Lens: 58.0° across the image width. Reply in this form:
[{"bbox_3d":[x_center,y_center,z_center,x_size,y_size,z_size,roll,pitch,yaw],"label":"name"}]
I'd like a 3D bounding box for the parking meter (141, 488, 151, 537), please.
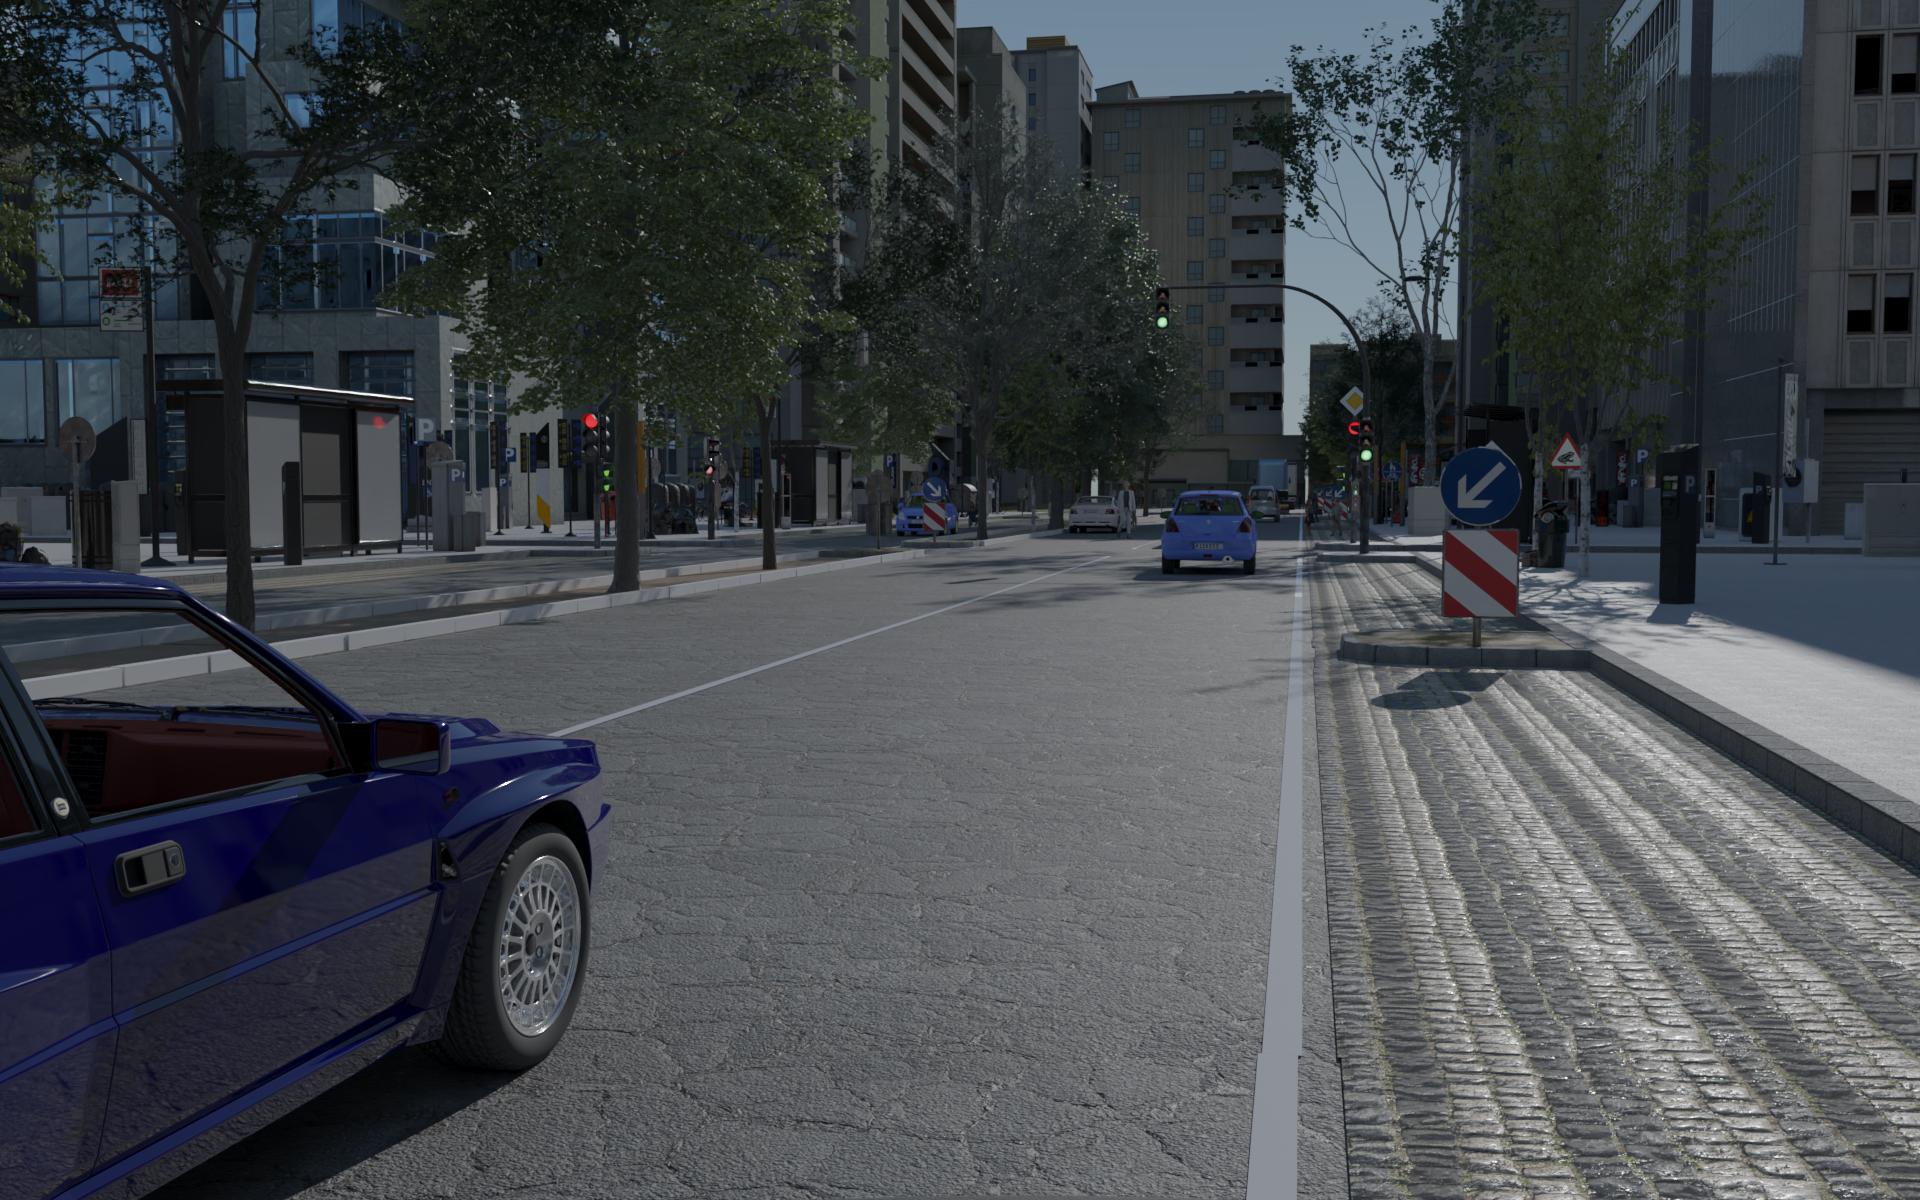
[{"bbox_3d":[-24.482,-2.662,51.931,0.372,1.533,0.369,0,3,0],"label":"parking meter"}]

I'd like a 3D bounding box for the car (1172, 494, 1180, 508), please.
[{"bbox_3d":[23.499,-10.685,183.491,1.959,1.807,4.718,1,4,10],"label":"car"}]

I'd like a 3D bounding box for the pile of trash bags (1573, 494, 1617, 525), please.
[{"bbox_3d":[27.207,-3.887,73.306,1.912,1.369,3.447,-1,4,-20],"label":"pile of trash bags"}]

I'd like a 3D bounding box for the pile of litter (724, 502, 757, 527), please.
[{"bbox_3d":[-8.670,-3.295,67.839,1.176,0.858,1.719,-1,4,-9],"label":"pile of litter"}]

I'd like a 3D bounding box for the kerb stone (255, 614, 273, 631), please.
[{"bbox_3d":[-7.422,0.271,17.758,0.120,0.150,1.000,1,4,11],"label":"kerb stone"}]

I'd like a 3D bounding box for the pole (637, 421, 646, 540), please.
[{"bbox_3d":[-8.882,-3.331,48.313,0.158,3.312,0.155,0,3,0],"label":"pole"}]

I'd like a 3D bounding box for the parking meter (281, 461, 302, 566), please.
[{"bbox_3d":[-12.050,-1.561,31.233,0.255,1.863,0.399,-2,4,-33],"label":"parking meter"}]

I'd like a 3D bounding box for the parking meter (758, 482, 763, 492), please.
[{"bbox_3d":[-9.704,-4.866,85.277,0.399,1.863,0.255,1,4,8],"label":"parking meter"}]

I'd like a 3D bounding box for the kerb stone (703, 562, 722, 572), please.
[{"bbox_3d":[-4.641,-0.587,31.828,0.120,0.150,1.000,1,4,11],"label":"kerb stone"}]

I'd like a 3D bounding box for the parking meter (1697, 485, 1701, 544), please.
[{"bbox_3d":[18.936,-2.223,44.754,0.372,1.533,0.369,0,3,0],"label":"parking meter"}]

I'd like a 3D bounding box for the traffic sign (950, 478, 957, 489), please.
[{"bbox_3d":[-0.587,-6.553,107.152,0.884,2.594,0.081,1,4,18],"label":"traffic sign"}]

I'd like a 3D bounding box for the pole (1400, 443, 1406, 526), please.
[{"bbox_3d":[17.557,-4.576,68.666,0.158,3.312,0.155,0,3,0],"label":"pole"}]

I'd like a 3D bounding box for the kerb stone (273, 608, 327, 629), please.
[{"bbox_3d":[-7.223,0.211,18.761,0.120,0.150,1.000,1,4,11],"label":"kerb stone"}]

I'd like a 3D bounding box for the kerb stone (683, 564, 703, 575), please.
[{"bbox_3d":[-4.846,-0.527,30.823,0.120,0.150,1.000,1,4,11],"label":"kerb stone"}]

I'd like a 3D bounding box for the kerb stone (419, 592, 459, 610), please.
[{"bbox_3d":[-6.633,0.025,21.793,0.120,0.150,1.000,1,4,11],"label":"kerb stone"}]

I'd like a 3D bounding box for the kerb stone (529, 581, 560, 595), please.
[{"bbox_3d":[-6.032,-0.156,24.799,0.120,0.150,1.000,1,4,11],"label":"kerb stone"}]

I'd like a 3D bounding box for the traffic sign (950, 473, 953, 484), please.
[{"bbox_3d":[-0.768,-6.073,99.399,0.768,2.556,0.104,1,4,21],"label":"traffic sign"}]

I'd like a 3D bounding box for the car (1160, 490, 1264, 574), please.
[{"bbox_3d":[4.677,-1.388,32.279,1.945,1.707,3.694,1,4,10],"label":"car"}]

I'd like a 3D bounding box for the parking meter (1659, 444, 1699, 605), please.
[{"bbox_3d":[8.392,-0.888,20.228,0.399,1.863,0.255,-2,4,-32],"label":"parking meter"}]

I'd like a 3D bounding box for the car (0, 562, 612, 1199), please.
[{"bbox_3d":[-2.134,0.564,3.361,1.945,1.354,3.894,1,4,13],"label":"car"}]

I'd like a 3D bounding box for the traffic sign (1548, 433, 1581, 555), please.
[{"bbox_3d":[12.844,-2.244,36.699,0.884,2.594,0.081,1,4,18],"label":"traffic sign"}]

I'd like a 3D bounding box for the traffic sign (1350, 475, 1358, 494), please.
[{"bbox_3d":[25.667,-6.931,113.429,0.768,2.556,0.104,1,4,20],"label":"traffic sign"}]

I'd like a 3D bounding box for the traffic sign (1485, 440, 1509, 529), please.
[{"bbox_3d":[11.378,-2.198,37.129,0.795,2.450,0.064,1,4,14],"label":"traffic sign"}]

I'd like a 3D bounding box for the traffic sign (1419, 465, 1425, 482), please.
[{"bbox_3d":[20.336,-4.624,75.702,0.768,2.556,0.104,1,4,17],"label":"traffic sign"}]

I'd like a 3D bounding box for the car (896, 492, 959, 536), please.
[{"bbox_3d":[-1.126,-3.083,59.992,1.945,1.707,3.694,1,4,9],"label":"car"}]

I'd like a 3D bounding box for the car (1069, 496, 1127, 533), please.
[{"bbox_3d":[5.185,-3.199,64.668,2.083,1.381,4.827,1,4,11],"label":"car"}]

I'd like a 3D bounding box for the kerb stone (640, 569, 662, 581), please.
[{"bbox_3d":[-5.240,-0.405,28.811,0.120,0.150,1.000,1,4,11],"label":"kerb stone"}]

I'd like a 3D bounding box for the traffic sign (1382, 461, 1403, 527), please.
[{"bbox_3d":[16.839,-4.120,67.463,0.768,2.556,0.104,1,4,19],"label":"traffic sign"}]

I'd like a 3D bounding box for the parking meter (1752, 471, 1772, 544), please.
[{"bbox_3d":[20.686,-2.384,44.683,0.255,1.863,0.399,-2,4,-33],"label":"parking meter"}]

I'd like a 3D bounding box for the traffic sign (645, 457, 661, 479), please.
[{"bbox_3d":[-10.594,-3.616,59.236,0.768,2.556,0.104,1,4,13],"label":"traffic sign"}]

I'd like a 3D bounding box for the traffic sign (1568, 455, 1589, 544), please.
[{"bbox_3d":[15.918,-2.602,44.681,0.606,2.300,0.079,1,4,12],"label":"traffic sign"}]

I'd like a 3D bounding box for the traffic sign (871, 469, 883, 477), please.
[{"bbox_3d":[-4.213,-5.423,88.771,0.768,2.556,0.104,1,4,15],"label":"traffic sign"}]

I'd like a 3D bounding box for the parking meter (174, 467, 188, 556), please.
[{"bbox_3d":[-16.162,-1.863,36.172,0.255,1.863,0.399,2,4,25],"label":"parking meter"}]

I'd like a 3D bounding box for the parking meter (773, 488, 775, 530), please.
[{"bbox_3d":[-6.743,-3.230,61.226,0.372,1.533,0.369,0,3,0],"label":"parking meter"}]

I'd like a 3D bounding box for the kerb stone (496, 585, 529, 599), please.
[{"bbox_3d":[-6.233,-0.098,23.797,0.120,0.150,1.000,1,4,11],"label":"kerb stone"}]

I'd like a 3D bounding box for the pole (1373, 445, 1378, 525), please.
[{"bbox_3d":[17.402,-4.811,72.499,0.158,3.312,0.155,0,3,0],"label":"pole"}]

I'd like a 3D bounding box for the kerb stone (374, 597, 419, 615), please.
[{"bbox_3d":[-6.828,0.093,20.775,0.120,0.150,1.000,1,4,11],"label":"kerb stone"}]

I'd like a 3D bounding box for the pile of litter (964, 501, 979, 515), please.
[{"bbox_3d":[1.343,-6.404,118.664,1.719,0.858,1.176,0,4,-6],"label":"pile of litter"}]

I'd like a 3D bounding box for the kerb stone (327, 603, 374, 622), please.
[{"bbox_3d":[-7.033,0.148,19.772,0.120,0.150,1.000,1,4,11],"label":"kerb stone"}]

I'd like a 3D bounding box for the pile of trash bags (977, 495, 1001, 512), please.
[{"bbox_3d":[1.294,-6.822,121.295,3.447,1.369,1.912,1,4,12],"label":"pile of trash bags"}]

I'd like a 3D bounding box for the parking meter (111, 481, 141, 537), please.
[{"bbox_3d":[-15.670,-1.470,32.439,0.372,1.533,0.369,0,3,0],"label":"parking meter"}]

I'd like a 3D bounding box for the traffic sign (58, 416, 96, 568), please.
[{"bbox_3d":[-14.484,-1.730,28.399,0.768,2.556,0.104,1,4,18],"label":"traffic sign"}]

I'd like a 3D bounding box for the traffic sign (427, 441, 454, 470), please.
[{"bbox_3d":[-12.585,-2.551,41.812,0.768,2.556,0.104,1,4,12],"label":"traffic sign"}]

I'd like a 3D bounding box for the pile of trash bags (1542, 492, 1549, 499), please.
[{"bbox_3d":[24.856,-4.148,77.579,3.447,1.369,1.912,-1,4,-19],"label":"pile of trash bags"}]

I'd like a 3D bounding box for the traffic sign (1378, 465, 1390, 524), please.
[{"bbox_3d":[18.228,-4.519,73.992,0.768,2.556,0.104,1,4,15],"label":"traffic sign"}]

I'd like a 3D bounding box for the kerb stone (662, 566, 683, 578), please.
[{"bbox_3d":[-5.046,-0.462,29.818,0.120,0.150,1.000,1,4,11],"label":"kerb stone"}]

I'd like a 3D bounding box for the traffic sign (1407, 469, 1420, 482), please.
[{"bbox_3d":[20.746,-4.831,79.088,0.768,2.556,0.104,1,4,11],"label":"traffic sign"}]

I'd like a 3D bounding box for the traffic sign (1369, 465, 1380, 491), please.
[{"bbox_3d":[18.462,-4.671,76.475,0.768,2.556,0.104,1,4,20],"label":"traffic sign"}]

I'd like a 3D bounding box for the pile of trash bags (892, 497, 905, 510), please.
[{"bbox_3d":[-3.112,-6.903,122.616,3.447,1.369,1.912,-1,4,-14],"label":"pile of trash bags"}]

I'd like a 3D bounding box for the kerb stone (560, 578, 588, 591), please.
[{"bbox_3d":[-5.833,-0.221,25.802,0.120,0.150,1.000,1,4,11],"label":"kerb stone"}]

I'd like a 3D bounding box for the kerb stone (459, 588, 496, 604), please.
[{"bbox_3d":[-6.429,-0.037,22.794,0.120,0.150,1.000,1,4,11],"label":"kerb stone"}]

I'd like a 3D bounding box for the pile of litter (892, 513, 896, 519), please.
[{"bbox_3d":[-3.875,-4.690,90.643,1.719,0.858,1.176,1,4,11],"label":"pile of litter"}]

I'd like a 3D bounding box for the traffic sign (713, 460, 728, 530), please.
[{"bbox_3d":[-8.599,-3.752,61.455,0.768,2.556,0.104,1,4,20],"label":"traffic sign"}]

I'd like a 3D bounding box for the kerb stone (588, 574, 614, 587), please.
[{"bbox_3d":[-5.638,-0.275,26.807,0.120,0.150,1.000,1,4,11],"label":"kerb stone"}]

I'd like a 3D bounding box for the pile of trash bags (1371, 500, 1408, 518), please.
[{"bbox_3d":[23.924,-5.248,95.563,1.912,1.369,3.447,2,4,30],"label":"pile of trash bags"}]

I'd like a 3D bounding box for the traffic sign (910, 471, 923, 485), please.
[{"bbox_3d":[-2.370,-5.773,94.497,0.768,2.556,0.104,1,4,16],"label":"traffic sign"}]

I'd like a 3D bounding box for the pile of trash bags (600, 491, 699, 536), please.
[{"bbox_3d":[-9.994,-2.750,54.723,1.912,1.369,3.447,3,4,36],"label":"pile of trash bags"}]

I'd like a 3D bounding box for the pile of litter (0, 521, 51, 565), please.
[{"bbox_3d":[-15.178,-0.821,27.388,1.719,0.858,1.176,-2,4,-35],"label":"pile of litter"}]
